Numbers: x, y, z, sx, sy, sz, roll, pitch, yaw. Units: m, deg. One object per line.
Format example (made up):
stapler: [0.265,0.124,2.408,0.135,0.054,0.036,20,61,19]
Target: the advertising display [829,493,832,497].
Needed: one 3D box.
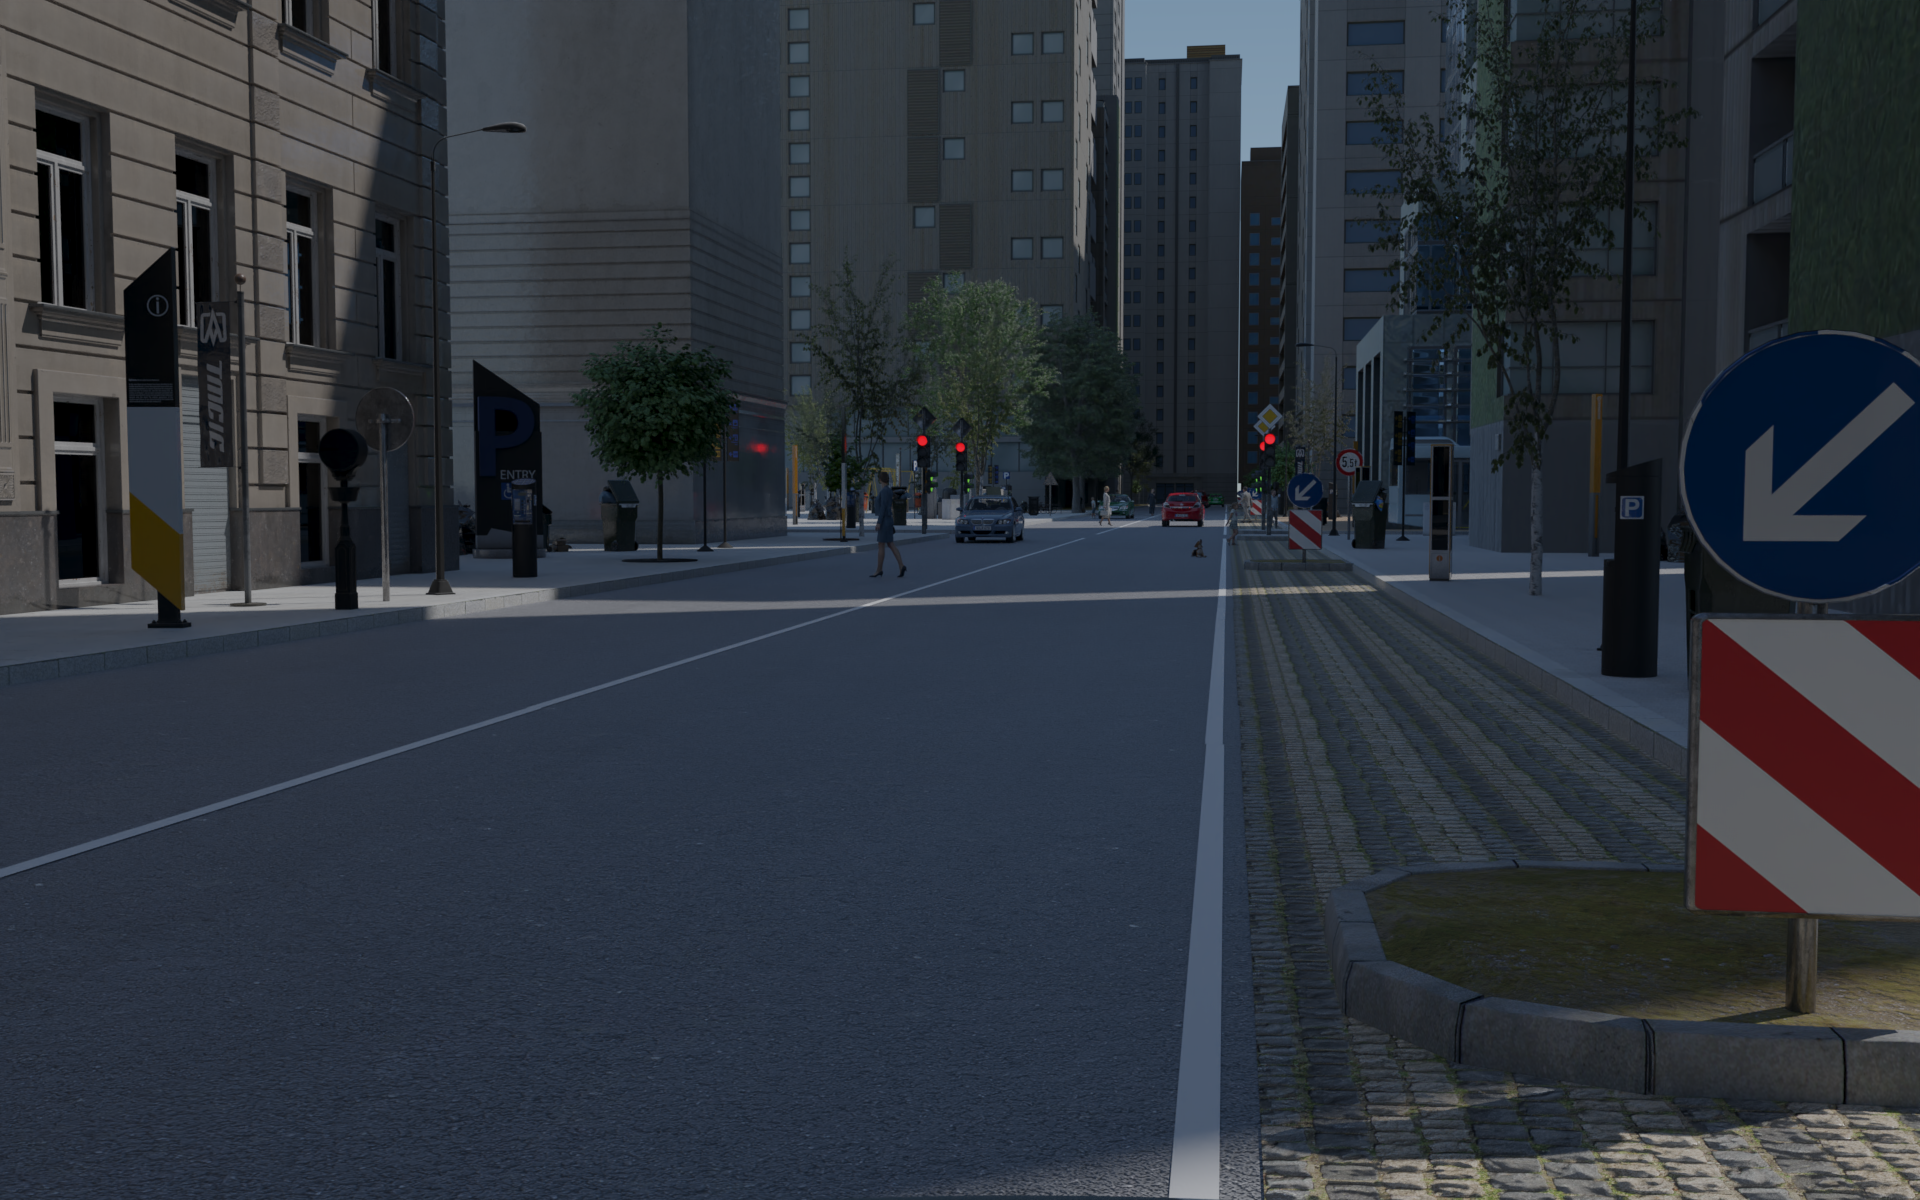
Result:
advertising display: [-9.232,-7.216,123.190,0.123,1.923,0.974,-1,4,-8]

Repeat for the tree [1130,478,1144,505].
tree: [20.692,-12.743,202.943,1.663,3.219,1.824,0,3,0]

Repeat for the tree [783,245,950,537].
tree: [-2.734,-6.224,52.118,4.360,8.622,3.978,0,3,0]

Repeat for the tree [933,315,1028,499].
tree: [0.845,-7.430,71.844,4.737,8.622,4.395,0,3,0]

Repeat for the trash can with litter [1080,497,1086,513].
trash can with litter: [8.144,-6.529,118.138,0.624,1.170,1.055,2,4,29]

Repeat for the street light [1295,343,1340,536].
street light: [10.982,-4.936,53.240,1.470,5.913,1.316,1,4,9]

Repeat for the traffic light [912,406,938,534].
traffic light: [-1.137,-4.071,55.486,0.839,4.253,0.868,1,4,9]

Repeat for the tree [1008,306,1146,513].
tree: [7.748,-12.818,116.236,9.857,13.997,8.962,0,3,0]

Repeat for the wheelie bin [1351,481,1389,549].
wheelie bin: [9.619,-2.005,40.685,0.693,1.594,0.980,-3,5,-40]

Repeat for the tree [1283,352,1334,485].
tree: [18.735,-8.595,90.896,4.360,8.622,3.978,0,3,0]

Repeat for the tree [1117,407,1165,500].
tree: [18.595,-15.348,185.355,7.601,10.594,8.767,-2,4,-25]

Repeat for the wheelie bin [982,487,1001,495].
wheelie bin: [1.404,-4.102,74.974,0.980,1.594,0.693,-1,4,-9]

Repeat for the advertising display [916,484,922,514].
advertising display: [-2.517,-6.688,114.558,0.123,1.923,0.974,3,5,45]

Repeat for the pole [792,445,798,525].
pole: [-6.882,-4.797,72.269,0.158,3.312,0.155,0,3,0]

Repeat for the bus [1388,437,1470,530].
bus: [20.696,-3.718,55.650,13.247,3.499,2.948,0,4,7]

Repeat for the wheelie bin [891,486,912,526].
wheelie bin: [-2.452,-3.833,70.577,0.980,1.594,0.693,0,4,-5]

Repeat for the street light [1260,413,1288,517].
street light: [17.580,-7.568,96.284,1.470,5.913,1.316,1,4,9]

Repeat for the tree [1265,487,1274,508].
tree: [29.244,-10.378,164.286,1.663,3.219,1.824,0,3,0]

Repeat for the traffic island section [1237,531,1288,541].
traffic island section: [9.638,-1.938,53.961,2.009,0.180,2.903,1,4,9]

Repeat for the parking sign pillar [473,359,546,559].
parking sign pillar: [-9.091,-2.837,34.853,1.447,3.967,1.447,-1,4,-20]

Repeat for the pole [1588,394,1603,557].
pole: [12.977,-2.540,35.372,0.158,3.312,0.155,0,3,0]

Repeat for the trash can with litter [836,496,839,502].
trash can with litter: [-8.536,-7.056,126.424,2.233,1.210,1.678,2,4,25]

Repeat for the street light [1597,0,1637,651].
street light: [4.869,-2.543,14.113,1.470,5.913,1.316,1,4,9]

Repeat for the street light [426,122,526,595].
street light: [-6.105,-3.017,21.868,1.470,5.913,1.316,1,4,9]

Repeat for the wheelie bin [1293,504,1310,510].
wheelie bin: [14.589,-4.033,73.851,0.693,1.594,0.980,-1,4,-10]

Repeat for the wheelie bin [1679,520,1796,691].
wheelie bin: [4.935,-0.187,10.971,0.693,1.594,0.980,1,4,12]

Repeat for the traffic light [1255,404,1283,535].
traffic light: [9.600,-3.971,53.853,0.839,4.253,0.868,1,4,9]

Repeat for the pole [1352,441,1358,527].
pole: [15.242,-4.464,66.832,0.158,3.312,0.155,0,3,0]

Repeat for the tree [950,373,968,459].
tree: [-1.672,-9.033,98.051,4.360,8.622,3.978,0,3,0]

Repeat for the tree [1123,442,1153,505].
tree: [21.613,-15.797,208.647,4.737,8.622,4.395,0,3,0]

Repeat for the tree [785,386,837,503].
tree: [-9.790,-10.126,115.914,4.737,8.622,4.395,0,3,0]

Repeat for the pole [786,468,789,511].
pole: [-13.434,-8.622,134.820,0.158,3.312,0.155,0,3,0]

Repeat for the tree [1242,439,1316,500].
tree: [19.717,-7.378,104.344,4.285,4.588,4.351,0,3,0]

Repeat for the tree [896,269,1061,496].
tree: [0.887,-9.411,79.621,9.928,11.665,9.643,0,3,0]

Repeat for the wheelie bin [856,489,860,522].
wheelie bin: [-4.728,-4.306,78.318,0.693,1.594,0.980,2,4,33]

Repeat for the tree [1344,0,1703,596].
tree: [7.060,-4.365,21.729,4.360,8.622,3.978,0,3,0]

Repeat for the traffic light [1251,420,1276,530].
traffic light: [10.817,-4.454,61.745,0.839,4.253,0.868,1,4,9]

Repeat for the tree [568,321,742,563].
tree: [-5.781,-3.006,32.862,4.285,4.588,4.351,0,3,0]

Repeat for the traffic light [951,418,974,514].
traffic light: [0.080,-4.554,63.379,0.839,4.253,0.868,1,4,9]

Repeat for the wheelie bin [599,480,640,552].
wheelie bin: [-7.669,-1.891,38.825,0.693,1.594,0.980,3,4,36]

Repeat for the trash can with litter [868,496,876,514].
trash can with litter: [-5.448,-6.241,113.429,0.624,1.170,1.055,3,5,45]

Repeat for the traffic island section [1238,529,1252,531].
traffic island section: [10.855,-2.420,61.853,2.009,0.180,2.903,1,4,9]

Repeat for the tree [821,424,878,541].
tree: [-3.327,-3.253,47.782,1.663,3.219,1.824,0,3,0]
